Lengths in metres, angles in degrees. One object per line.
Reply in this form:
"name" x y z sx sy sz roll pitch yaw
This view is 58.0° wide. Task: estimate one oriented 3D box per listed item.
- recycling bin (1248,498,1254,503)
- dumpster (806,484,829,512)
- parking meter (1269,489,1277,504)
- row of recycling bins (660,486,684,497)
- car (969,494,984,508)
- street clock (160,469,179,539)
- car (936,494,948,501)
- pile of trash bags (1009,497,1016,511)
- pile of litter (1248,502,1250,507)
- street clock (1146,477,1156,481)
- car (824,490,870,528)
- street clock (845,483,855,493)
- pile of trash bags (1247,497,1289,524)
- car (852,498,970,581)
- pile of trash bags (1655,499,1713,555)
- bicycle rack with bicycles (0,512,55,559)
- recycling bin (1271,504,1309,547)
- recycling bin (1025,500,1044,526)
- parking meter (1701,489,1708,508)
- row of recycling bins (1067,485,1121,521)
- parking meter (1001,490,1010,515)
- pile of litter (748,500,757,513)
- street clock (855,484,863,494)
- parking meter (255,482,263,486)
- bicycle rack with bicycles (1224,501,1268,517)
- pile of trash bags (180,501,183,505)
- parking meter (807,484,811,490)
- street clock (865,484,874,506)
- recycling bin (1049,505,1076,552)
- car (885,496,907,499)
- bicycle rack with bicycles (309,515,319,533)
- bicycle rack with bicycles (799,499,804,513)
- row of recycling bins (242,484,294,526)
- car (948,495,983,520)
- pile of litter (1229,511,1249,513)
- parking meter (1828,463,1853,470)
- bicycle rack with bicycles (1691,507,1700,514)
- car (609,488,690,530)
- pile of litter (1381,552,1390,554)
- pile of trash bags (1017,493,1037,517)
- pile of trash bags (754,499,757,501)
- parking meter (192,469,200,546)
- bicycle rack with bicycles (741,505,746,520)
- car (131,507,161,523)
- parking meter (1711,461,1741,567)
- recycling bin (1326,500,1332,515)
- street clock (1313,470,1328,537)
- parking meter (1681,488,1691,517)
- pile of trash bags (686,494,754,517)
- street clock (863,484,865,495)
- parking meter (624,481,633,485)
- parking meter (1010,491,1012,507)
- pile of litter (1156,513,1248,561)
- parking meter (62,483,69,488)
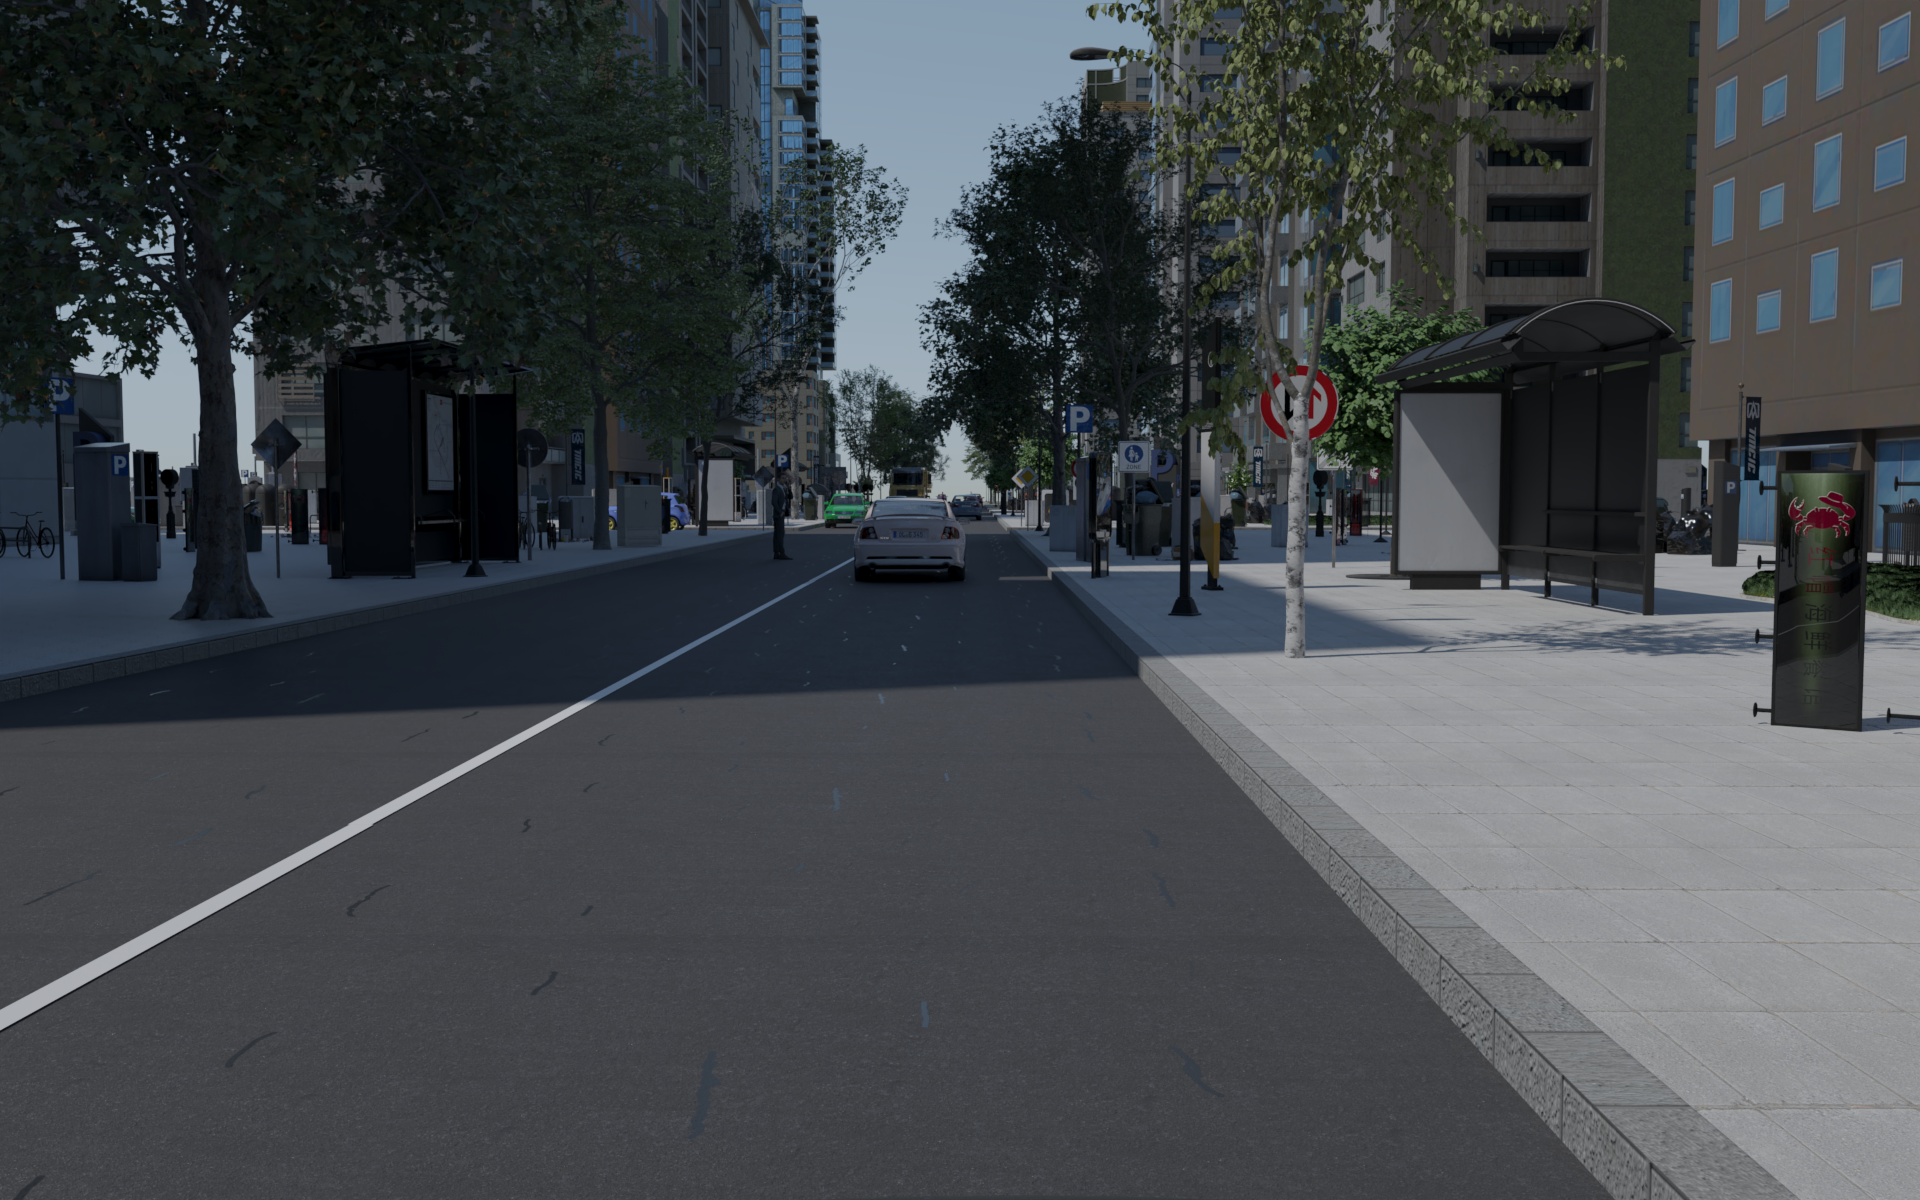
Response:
"recycling bin" 19.251 -6.311 115.731 0.722 1.027 0.722 1 4 15
"dumpster" -7.982 -5.562 96.692 1.264 1.857 1.865 0 4 0
"parking meter" 16.346 -5.017 90.440 0.372 1.533 0.369 0 3 0
"row of recycling bins" -16.211 -5.103 90.541 3.534 1.692 1.069 0 4 -5
"car" 1.560 -10.780 185.288 2.155 1.783 4.494 0 4 0
"street clock" -22.740 -2.771 49.870 0.471 2.002 0.358 1 4 19
"car" -3.151 -17.885 301.456 2.155 1.783 4.494 0 4 -1
"pile of trash bags" 4.946 -7.625 134.416 1.912 1.369 3.447 -1 4 -10
"pile of litter" 17.891 -5.765 108.229 1.719 0.858 1.176 1 4 18
"street clock" 8.117 -4.233 73.785 0.471 2.002 0.358 2 4 23
"car" -4.781 -3.997 74.150 1.959 1.807 4.718 0 4 1
"street clock" -7.345 -6.708 114.246 0.471 2.002 0.358 -1 4 -19
"pile of trash bags" 13.683 -3.944 74.236 1.912 1.369 3.447 -1 4 -21
"car" -0.854 -1.080 30.015 2.083 1.381 4.827 0 4 -1
"pile of trash bags" 15.160 -1.730 38.042 1.912 1.369 3.447 -2 4 -31
"bicycle rack with bicycles" -19.787 -1.297 34.586 2.925 0.926 2.852 3 5 43
"recycling bin" 8.005 -1.803 42.037 0.722 1.027 0.722 -1 4 -8
"recycling bin" 2.988 -3.467 69.241 0.722 1.027 0.722 0 4 7
"parking meter" 38.865 -5.022 90.519 0.372 1.533 0.369 0 3 0
"row of recycling bins" 6.331 -4.647 83.097 3.534 1.692 1.069 -3 4 -37
"parking meter" 2.747 -6.115 108.394 0.372 1.533 0.369 0 3 0
"pile of litter" -13.980 -6.385 118.358 1.719 0.858 1.176 0 4 3
"street clock" -7.486 -7.394 125.454 0.471 2.002 0.358 -1 4 -16
"parking meter" -34.327 -4.844 84.917 0.255 1.863 0.399 2 4 27
"bicycle rack with bicycles" 14.135 -4.356 84.608 2.925 0.926 2.852 3 5 40
"pile of trash bags" -63.681 -8.095 142.098 3.447 1.369 1.912 2 4 28
"parking meter" -8.681 -5.812 100.745 0.399 1.863 0.255 3 4 38
"street clock" -6.425 -7.390 125.389 0.358 2.002 0.471 1 4 18
"recycling bin" 2.459 -1.610 38.880 0.722 1.027 0.722 2 4 24
"car" -3.626 -5.238 98.215 1.945 1.354 3.894 0 4 0
"bicycle rack with bicycles" -19.874 -2.637 56.503 2.925 0.926 2.852 3 4 38
"bicycle rack with bicycles" -11.198 -7.781 140.599 2.852 0.926 2.925 2 4 26
"row of recycling bins" -28.111 -3.833 69.775 3.534 1.692 1.069 2 4 30
"car" 0.293 -5.112 95.580 2.014 1.417 4.499 0 4 -1
"pile of litter" 5.980 -1.627 40.563 1.176 0.858 1.719 1 4 20
"parking meter" 16.536 -1.642 32.557 0.255 1.863 0.399 -2 4 -30
"bicycle rack with bicycles" 31.556 -3.495 70.518 2.852 0.926 2.925 -1 4 -21
"car" -12.107 -3.424 65.579 3.694 1.707 1.945 0 4 -1
"pile of litter" 9.856 -1.433 37.392 1.719 0.858 1.176 -1 4 -11
"pile of trash bags" 4.406 -5.210 94.930 1.912 1.369 3.447 0 4 -4
"pile of trash bags" -13.132 -6.892 122.438 1.912 1.369 3.447 3 4 39
"parking meter" -17.798 -2.141 40.716 0.255 1.863 0.399 3 4 38
"bicycle rack with bicycles" -10.027 -4.335 84.267 2.852 0.926 2.925 0 4 5
"car" -32.001 -3.176 63.723 4.920 1.459 2.131 0 4 -1
"parking meter" 13.490 -1.516 30.493 0.399 1.863 0.255 -1 4 -12
"recycling bin" 17.365 -4.140 80.247 0.722 1.027 0.722 0 4 6
"street clock" 10.789 -2.894 51.888 0.358 2.002 0.471 -1 4 -23
"parking meter" 29.150 -3.739 69.544 0.372 1.533 0.369 0 3 0
"pile of trash bags" -13.488 -5.233 95.315 3.447 1.369 1.912 -3 4 -37
"street clock" -6.947 -7.467 126.658 0.471 2.002 0.358 -1 4 -17
"parking meter" -15.045 -4.455 78.555 0.399 1.863 0.255 0 4 3
"parking meter" 3.951 -7.927 138.009 0.372 1.533 0.369 0 3 0
"pile of litter" 4.604 -1.204 33.649 1.719 0.858 1.176 0 4 2
"parking meter" -45.657 -5.050 88.285 0.399 1.863 0.255 0 4 2
